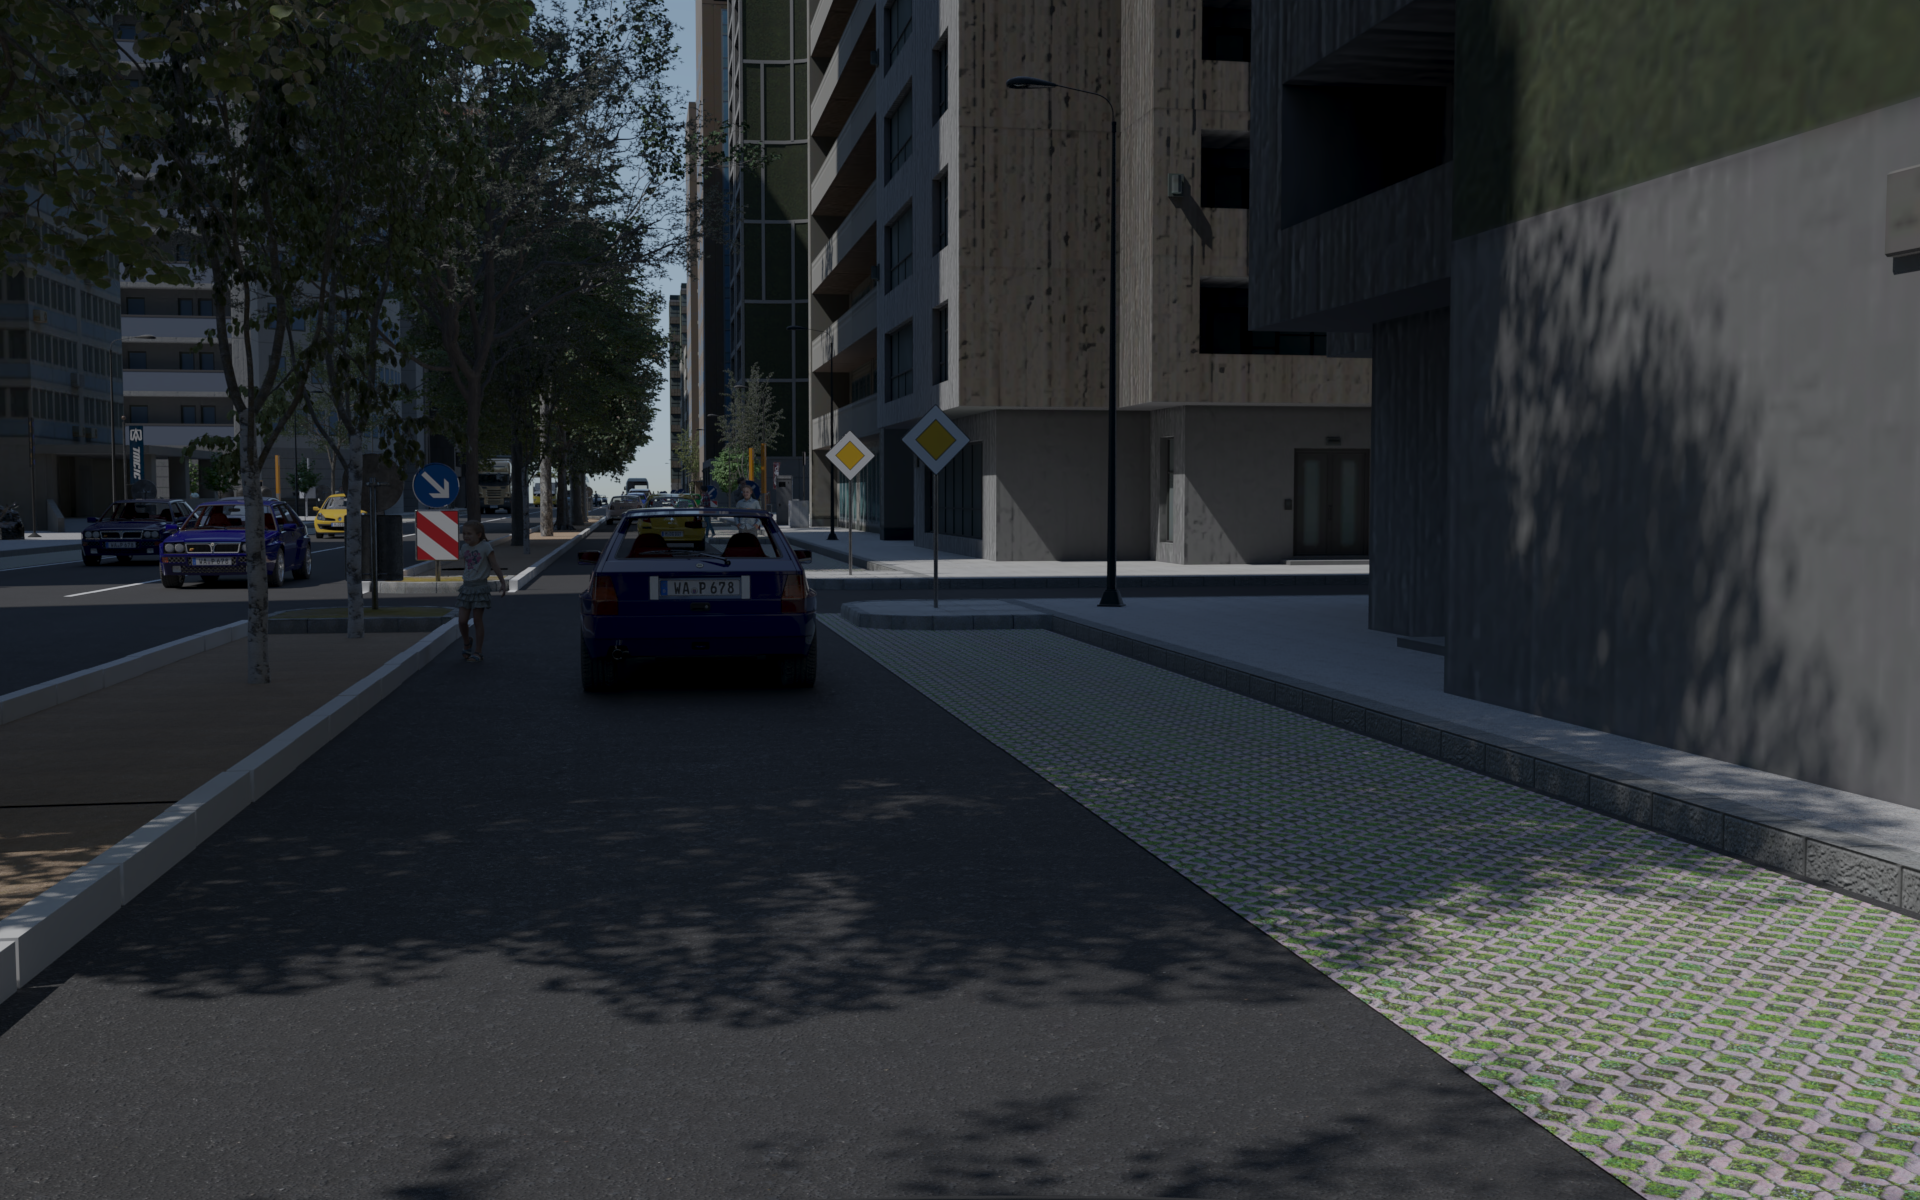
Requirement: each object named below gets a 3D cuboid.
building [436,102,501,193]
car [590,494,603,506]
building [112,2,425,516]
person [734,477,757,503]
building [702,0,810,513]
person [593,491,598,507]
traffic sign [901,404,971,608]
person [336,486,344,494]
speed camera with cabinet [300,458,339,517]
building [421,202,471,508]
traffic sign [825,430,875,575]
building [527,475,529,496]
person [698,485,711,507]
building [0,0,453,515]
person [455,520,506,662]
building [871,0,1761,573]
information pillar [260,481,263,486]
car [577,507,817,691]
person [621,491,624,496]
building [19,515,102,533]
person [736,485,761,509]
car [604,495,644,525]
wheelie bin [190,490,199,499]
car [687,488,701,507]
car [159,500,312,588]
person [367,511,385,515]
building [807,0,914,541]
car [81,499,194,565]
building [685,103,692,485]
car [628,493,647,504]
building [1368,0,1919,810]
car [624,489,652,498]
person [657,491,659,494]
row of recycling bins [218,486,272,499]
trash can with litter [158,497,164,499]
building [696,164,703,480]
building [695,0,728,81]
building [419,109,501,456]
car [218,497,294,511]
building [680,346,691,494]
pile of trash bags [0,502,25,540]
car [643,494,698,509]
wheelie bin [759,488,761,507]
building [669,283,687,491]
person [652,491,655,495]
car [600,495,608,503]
[{"bbox_3d":[-66.723,-36.266,216.647,21.300,48.544,21.600,-1,4,-10],"label":"building"},{"bbox_3d":[-44.257,-12.228,209.716,2.009,1.686,4.222,-1,4,-10],"label":"car"},{"bbox_3d":[-46.757,-34.672,108.888,21.231,58.520,28.212,-1,4,-10],"label":"building"},{"bbox_3d":[-5.237,-2.100,42.636,0.655,1.846,0.447,-2,4,-28],"label":"person"},{"bbox_3d":[-8.029,-41.936,123.905,20.563,71.187,20.611,-1,4,-10],"label":"building"},{"bbox_3d":[-40.700,-11.311,193.511,0.705,1.814,1.350,-3,4,-37],"label":"person"},{"bbox_3d":[-0.276,-0.968,19.471,0.795,2.450,0.064,-1,4,-10],"label":"traffic sign"},{"bbox_3d":[-28.809,-4.405,80.620,0.635,1.810,0.391,-1,4,-19],"label":"person"},{"bbox_3d":[-35.657,-6.242,96.400,2.038,3.252,0.660,-3,5,-45],"label":"speed camera with cabinet"},{"bbox_3d":[-51.548,-23.458,155.236,14.160,30.474,14.107,-1,4,-10],"label":"building"},{"bbox_3d":[-1.735,-1.448,27.322,0.795,2.450,0.064,-1,4,-10],"label":"traffic sign"},{"bbox_3d":[-66.817,-28.459,237.006,14.160,30.474,14.107,-1,4,-10],"label":"building"},{"bbox_3d":[-8.283,-2.899,56.743,0.643,1.720,0.563,-1,4,-19],"label":"person"},{"bbox_3d":[-56.949,-27.044,134.058,32.217,40.220,23.993,-1,4,-10],"label":"building"},{"bbox_3d":[-4.106,-0.085,14.898,0.505,1.210,0.382,1,4,15],"label":"person"},{"bbox_3d":[5.972,-16.175,36.163,14.107,30.474,14.160,-1,4,-10],"label":"building"},{"bbox_3d":[-38.475,-5.540,95.078,0.304,2.012,0.304,1,4,9],"label":"information pillar"},{"bbox_3d":[-2.136,-0.090,14.059,1.945,1.354,3.894,-1,4,-9],"label":"car"},{"bbox_3d":[-32.130,-9.526,165.194,0.436,1.711,0.756,0,4,4],"label":"person"},{"bbox_3d":[-45.346,-22.656,62.309,32.217,40.220,23.993,-1,4,-10],"label":"building"},{"bbox_3d":[-3.929,-1.333,32.099,0.589,1.601,0.330,1,4,15],"label":"person"},{"bbox_3d":[-15.931,-4.301,82.689,2.083,1.381,4.827,-1,4,-10],"label":"car"},{"bbox_3d":[-41.573,-5.281,94.250,0.693,1.594,0.980,-3,4,-37],"label":"wheelie bin"},{"bbox_3d":[-17.550,-6.334,112.357,1.959,1.807,4.718,-1,4,-12],"label":"car"},{"bbox_3d":[-11.575,-0.931,27.799,1.945,1.354,3.894,-1,4,-11],"label":"car"},{"bbox_3d":[-10.397,-1.361,30.933,0.473,1.802,0.592,0,4,2],"label":"person"},{"bbox_3d":[6.468,-26.586,58.383,21.300,48.544,21.600,-1,4,-10],"label":"building"},{"bbox_3d":[-16.996,-1.439,36.116,1.945,1.354,3.894,-1,4,-12],"label":"car"},{"bbox_3d":[-23.600,-33.338,195.190,14.600,45.320,14.200,-1,4,-10],"label":"building"},{"bbox_3d":[-21.848,-6.563,116.889,1.945,1.707,3.694,-1,4,-11],"label":"car"},{"bbox_3d":[9.644,-14.795,13.598,14.160,30.474,14.107,-1,4,-10],"label":"building"},{"bbox_3d":[-23.143,-7.134,125.309,2.281,1.827,5.304,-1,4,-11],"label":"car"},{"bbox_3d":[-29.900,-9.957,171.823,1.217,1.766,0.721,1,4,18],"label":"person"},{"bbox_3d":[-37.866,-5.106,90.603,3.534,1.692,1.069,-1,4,-17],"label":"row of recycling bins"},{"bbox_3d":[-37.720,-4.355,82.589,1.055,1.170,0.624,-2,4,-34],"label":"trash can with litter"},{"bbox_3d":[-13.472,-31.143,163.816,22.147,44.769,28.867,-1,4,-10],"label":"building"},{"bbox_3d":[-14.271,-30.072,141.791,14.600,45.320,14.200,-1,4,-10],"label":"building"},{"bbox_3d":[-62.741,-32.860,191.883,22.147,44.769,28.867,-1,4,-10],"label":"building"},{"bbox_3d":[-18.093,-1.925,43.837,2.083,1.381,4.827,-1,4,-9],"label":"car"},{"bbox_3d":[-20.899,-22.829,218.293,27.650,21.520,28.899,-1,4,-10],"label":"building"},{"bbox_3d":[-28.044,-2.351,48.189,3.447,1.369,1.912,-3,4,-39],"label":"pile of trash bags"},{"bbox_3d":[-7.559,-2.140,45.218,2.015,1.641,3.980,-1,4,-11],"label":"car"},{"bbox_3d":[-11.154,-5.386,95.969,0.693,1.594,0.980,2,4,34],"label":"wheelie bin"},{"bbox_3d":[-35.095,-29.348,251.541,14.160,30.474,14.107,-1,4,-10],"label":"building"},{"bbox_3d":[-40.568,-13.501,229.252,1.348,1.823,0.705,0,4,-6],"label":"person"},{"bbox_3d":[-50.794,-14.232,245.277,1.945,1.354,3.894,-1,4,-12],"label":"car"}]
